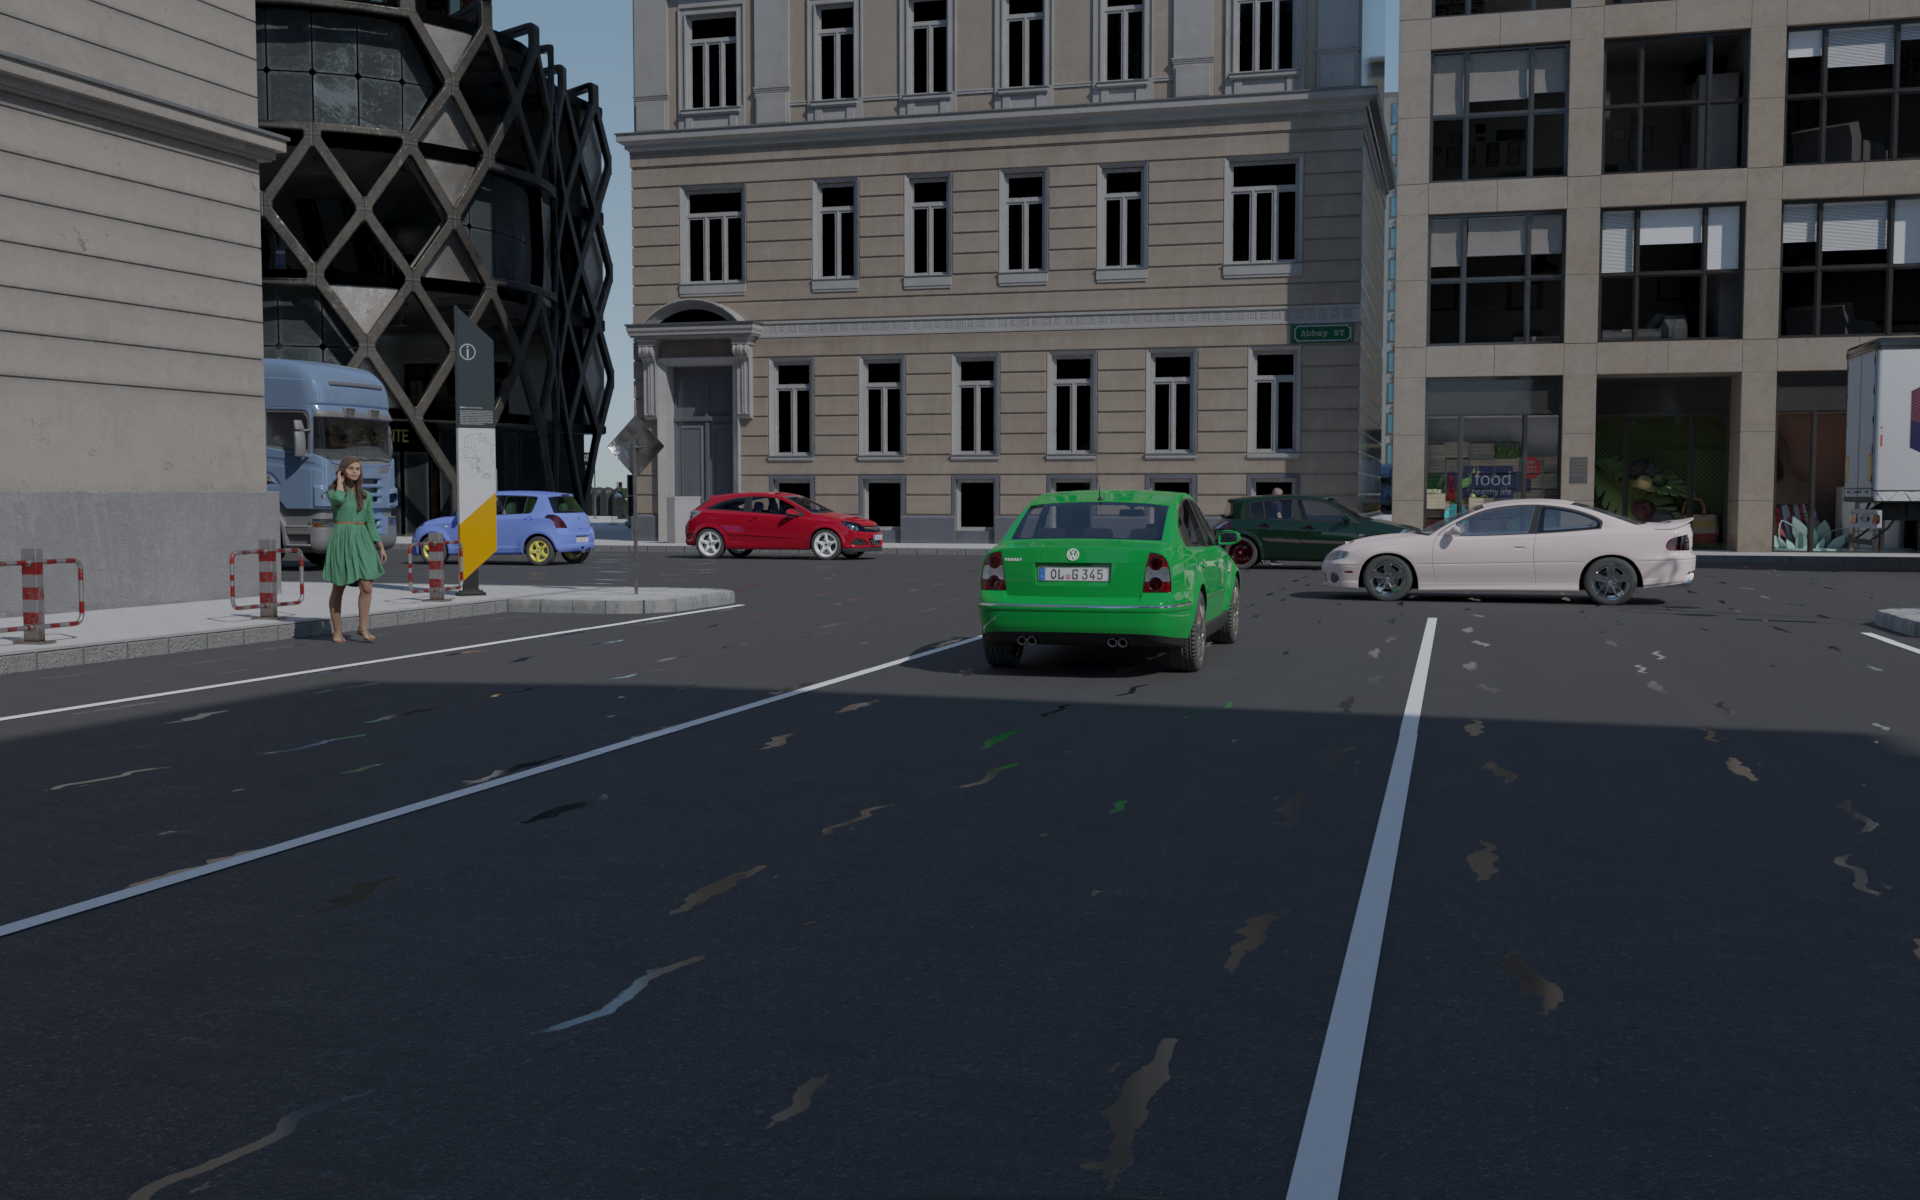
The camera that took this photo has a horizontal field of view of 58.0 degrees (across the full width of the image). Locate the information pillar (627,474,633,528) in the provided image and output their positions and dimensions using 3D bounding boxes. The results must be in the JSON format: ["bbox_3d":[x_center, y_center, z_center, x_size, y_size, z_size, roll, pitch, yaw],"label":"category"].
[{"bbox_3d":[-12.344,-3.703,65.031,0.304,2.012,0.304,-1,4,-13],"label":"information pillar"}]

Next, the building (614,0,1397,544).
[{"bbox_3d":[2.085,-16.135,49.716,20.117,28.700,13.634,1,4,16],"label":"building"}]

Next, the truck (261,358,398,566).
[{"bbox_3d":[-19.623,-2.773,35.094,18.799,4.110,2.967,1,4,16],"label":"truck"}]

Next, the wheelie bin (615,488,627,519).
[{"bbox_3d":[-17.302,-4.959,88.985,0.693,1.594,0.980,2,4,27],"label":"wheelie bin"}]

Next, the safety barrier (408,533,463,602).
[{"bbox_3d":[-6.245,-0.390,20.660,0.300,0.817,1.120,1,4,16],"label":"safety barrier"}]

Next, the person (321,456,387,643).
[{"bbox_3d":[-5.871,-0.487,16.707,0.529,1.795,0.600,3,4,37],"label":"person"}]

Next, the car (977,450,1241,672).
[{"bbox_3d":[1.454,-0.409,15.477,1.959,1.807,4.718,1,4,15],"label":"car"}]

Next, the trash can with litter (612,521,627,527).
[{"bbox_3d":[-12.575,-3.506,68.380,1.678,1.210,2.233,-3,5,-43],"label":"trash can with litter"}]

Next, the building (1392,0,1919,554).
[{"bbox_3d":[29.010,-14.644,43.943,34.151,26.468,19.350,1,4,16],"label":"building"}]

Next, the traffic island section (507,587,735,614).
[{"bbox_3d":[-4.171,0.005,22.198,2.009,0.180,2.903,1,4,16],"label":"traffic island section"}]

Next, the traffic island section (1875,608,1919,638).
[{"bbox_3d":[10.764,0.267,17.907,2.009,0.180,2.903,1,4,16],"label":"traffic island section"}]

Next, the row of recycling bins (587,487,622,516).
[{"bbox_3d":[-20.673,-5.730,100.798,3.534,1.692,1.069,3,5,42],"label":"row of recycling bins"}]

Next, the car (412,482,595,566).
[{"bbox_3d":[-9.423,-1.591,35.600,3.694,1.707,1.945,1,4,15],"label":"car"}]

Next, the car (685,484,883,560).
[{"bbox_3d":[-3.897,-1.809,38.622,4.494,1.783,2.155,1,4,17],"label":"car"}]

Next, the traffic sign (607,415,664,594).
[{"bbox_3d":[-4.146,-1.131,22.129,0.795,2.450,0.064,1,4,16],"label":"traffic sign"}]

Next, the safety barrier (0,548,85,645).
[{"bbox_3d":[-7.926,-0.033,14.810,0.300,0.817,1.120,1,4,16],"label":"safety barrier"}]

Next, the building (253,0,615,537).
[{"bbox_3d":[-21.100,-11.578,56.752,16.811,18.784,16.820,1,4,16],"label":"building"}]

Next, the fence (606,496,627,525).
[{"bbox_3d":[-13.831,-3.693,71.579,0.480,1.192,2.264,-3,5,-42],"label":"fence"}]

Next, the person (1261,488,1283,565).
[{"bbox_3d":[6.314,-1.491,35.083,0.471,1.553,0.569,1,4,14],"label":"person"}]

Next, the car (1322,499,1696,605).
[{"bbox_3d":[7.372,-0.682,23.506,4.827,1.381,2.083,1,4,18],"label":"car"}]

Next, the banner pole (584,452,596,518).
[{"bbox_3d":[-19.455,-6.191,91.238,0.863,3.779,0.401,1,4,11],"label":"banner pole"}]

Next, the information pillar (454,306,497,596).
[{"bbox_3d":[-6.110,-1.863,21.811,0.504,3.616,0.183,-2,4,-33],"label":"information pillar"}]

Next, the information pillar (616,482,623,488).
[{"bbox_3d":[-20.061,-5.971,102.114,0.304,2.012,0.304,-2,4,-26],"label":"information pillar"}]

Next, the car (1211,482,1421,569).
[{"bbox_3d":[6.869,-1.438,33.300,4.222,1.686,2.009,1,4,15],"label":"car"}]

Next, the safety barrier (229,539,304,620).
[{"bbox_3d":[-7.086,-0.212,17.735,0.300,0.817,1.120,1,4,16],"label":"safety barrier"}]

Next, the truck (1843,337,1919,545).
[{"bbox_3d":[22.101,-2.556,30.705,11.283,4.237,2.839,1,4,16],"label":"truck"}]

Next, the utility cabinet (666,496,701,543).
[{"bbox_3d":[-7.245,-2.094,45.401,0.306,1.237,1.020,2,4,33],"label":"utility cabinet"}]

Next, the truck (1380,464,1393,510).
[{"bbox_3d":[38.796,-10.330,158.651,2.967,4.110,18.799,1,4,17],"label":"truck"}]

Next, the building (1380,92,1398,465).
[{"bbox_3d":[40.217,-36.012,208.404,30.456,49.044,23.786,1,4,16],"label":"building"}]

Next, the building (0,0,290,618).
[{"bbox_3d":[-21.072,-14.127,18.360,23.554,28.519,14.401,1,4,16],"label":"building"}]
